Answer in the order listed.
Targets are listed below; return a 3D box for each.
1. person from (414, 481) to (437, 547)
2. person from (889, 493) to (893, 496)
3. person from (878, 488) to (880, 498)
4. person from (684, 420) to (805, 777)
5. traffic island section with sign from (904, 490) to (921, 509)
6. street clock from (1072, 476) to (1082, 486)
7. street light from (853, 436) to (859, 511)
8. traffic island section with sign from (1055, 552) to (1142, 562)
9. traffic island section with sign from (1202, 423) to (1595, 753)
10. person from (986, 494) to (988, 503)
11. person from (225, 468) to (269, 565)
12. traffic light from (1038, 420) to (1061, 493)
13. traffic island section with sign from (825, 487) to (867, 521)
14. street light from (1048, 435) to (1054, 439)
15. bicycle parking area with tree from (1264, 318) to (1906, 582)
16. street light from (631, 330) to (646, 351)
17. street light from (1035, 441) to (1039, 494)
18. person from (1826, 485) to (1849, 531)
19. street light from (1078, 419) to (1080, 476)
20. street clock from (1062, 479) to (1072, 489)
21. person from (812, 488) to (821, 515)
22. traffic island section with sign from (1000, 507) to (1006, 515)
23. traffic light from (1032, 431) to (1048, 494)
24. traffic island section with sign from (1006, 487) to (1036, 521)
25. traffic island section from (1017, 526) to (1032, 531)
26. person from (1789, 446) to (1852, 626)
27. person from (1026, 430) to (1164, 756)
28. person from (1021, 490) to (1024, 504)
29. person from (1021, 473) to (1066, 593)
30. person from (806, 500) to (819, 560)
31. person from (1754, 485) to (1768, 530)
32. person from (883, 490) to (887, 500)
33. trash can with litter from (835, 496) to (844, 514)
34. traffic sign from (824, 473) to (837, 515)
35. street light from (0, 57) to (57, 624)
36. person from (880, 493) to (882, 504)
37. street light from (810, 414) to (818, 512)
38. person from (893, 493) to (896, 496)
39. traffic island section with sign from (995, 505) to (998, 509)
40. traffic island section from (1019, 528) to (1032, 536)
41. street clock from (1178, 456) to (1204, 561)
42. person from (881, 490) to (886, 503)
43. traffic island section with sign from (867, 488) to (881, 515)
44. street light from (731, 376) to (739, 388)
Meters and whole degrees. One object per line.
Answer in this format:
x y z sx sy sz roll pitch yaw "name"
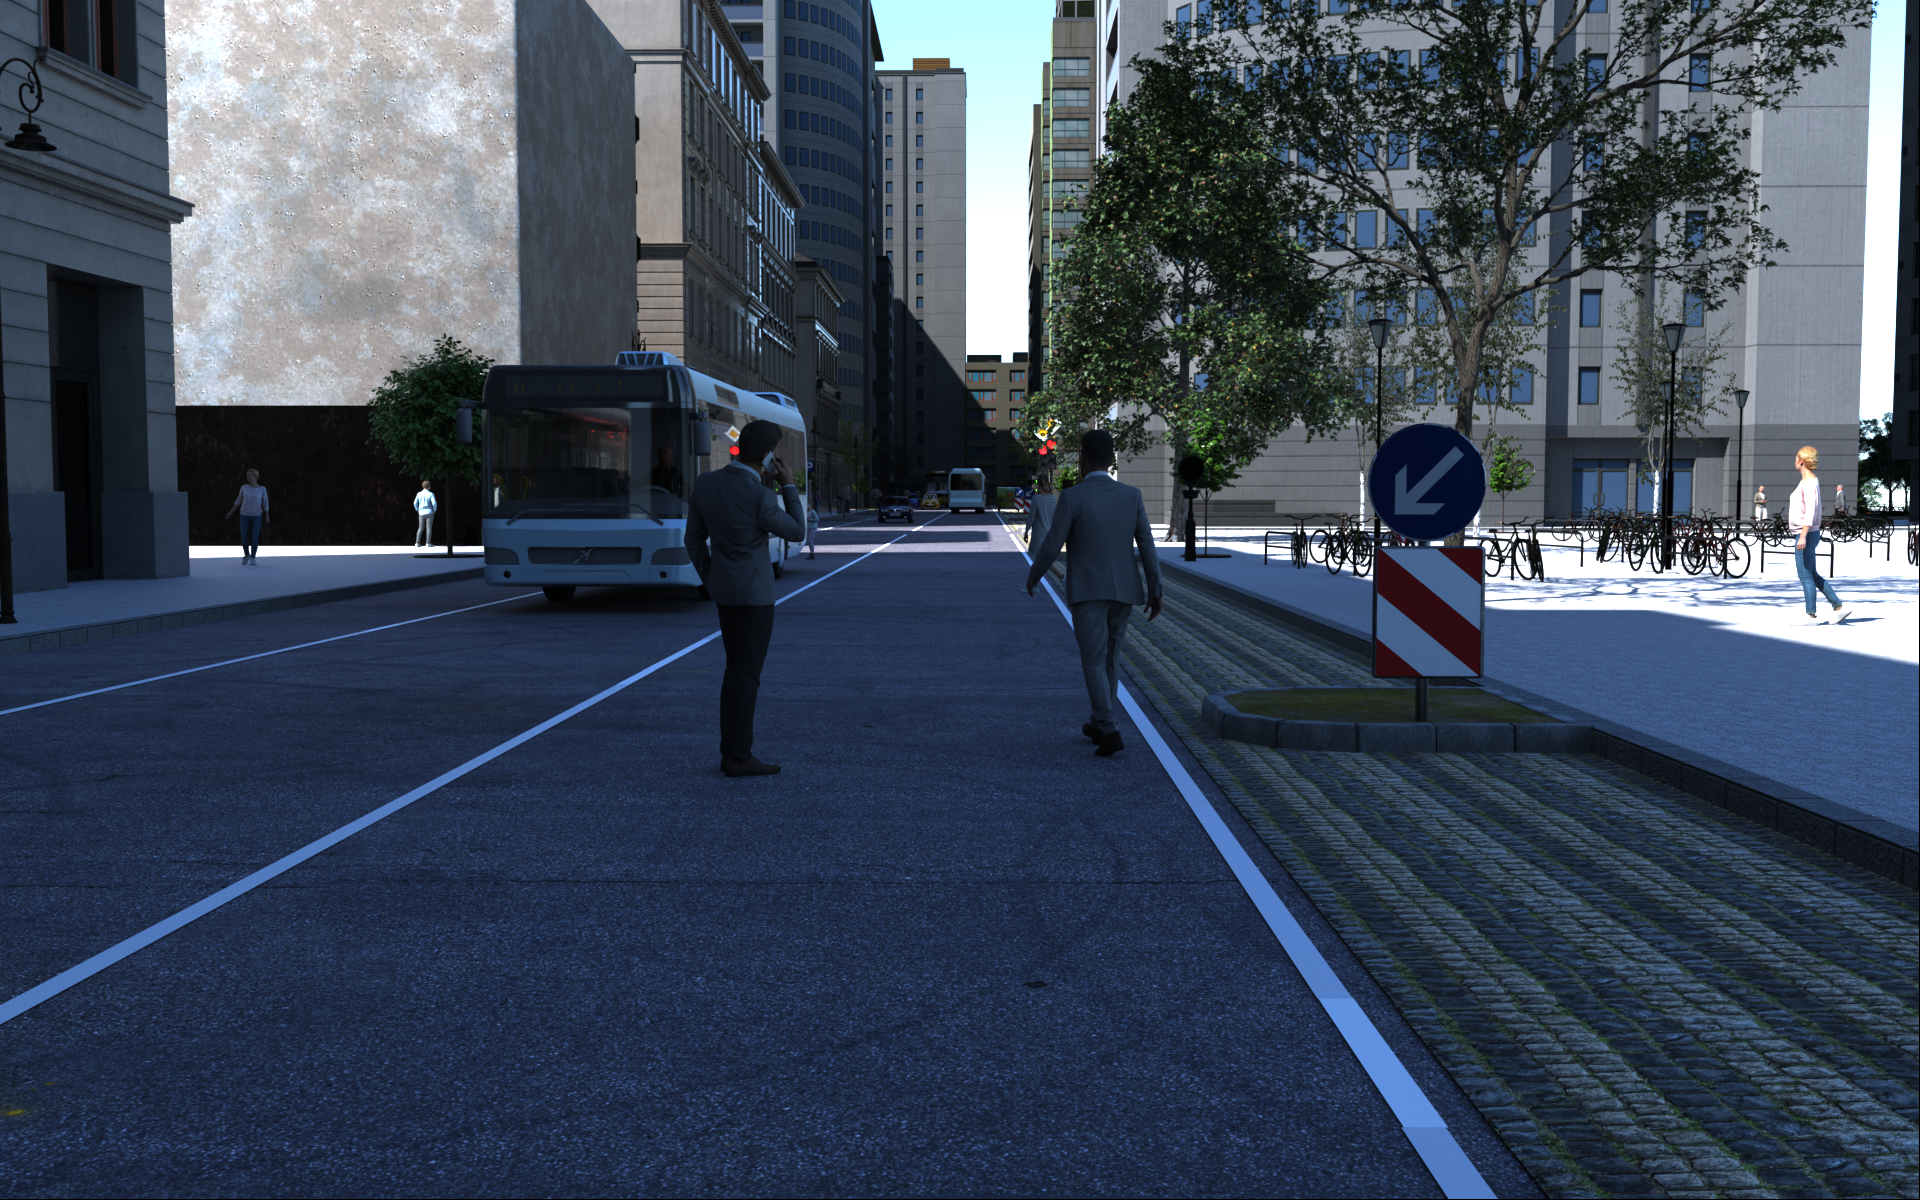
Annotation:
-12.907 -2.082 41.894 0.589 1.601 0.330 1 4 15 "person"
-7.355 -10.647 183.353 0.421 1.427 0.697 1 4 14 "person"
-7.851 -9.816 166.549 0.705 1.821 1.348 -1 4 -17 "person"
-1.096 -0.011 8.861 0.473 1.802 0.592 -3 4 -38 "person"
-5.117 -9.844 169.577 1.989 1.847 2.006 0 4 1 "traffic island section with sign"
4.878 -4.063 70.999 0.358 2.002 0.471 0 4 8 "street clock"
-7.910 -9.737 131.981 0.468 5.910 1.993 0 4 1 "street light"
2.864 -1.761 37.422 1.989 1.847 2.006 0 4 1 "traffic island section with sign"
2.517 -0.113 10.470 1.989 1.847 2.006 0 4 1 "traffic island section with sign"
3.286 -12.492 215.971 0.421 1.427 0.697 0 4 -7 "person"
-12.891 -1.505 31.326 0.731 1.740 0.598 -1 4 -23 "person"
3.116 -4.323 59.597 0.839 4.253 0.868 0 4 1 "traffic light"
-6.136 -5.125 92.428 1.989 1.847 2.006 0 4 1 "traffic island section with sign"
5.830 -8.401 110.147 0.468 5.910 1.993 0 4 1 "street light"
9.462 -2.570 29.022 8.231 4.147 9.016 0 4 5 "bicycle parking area with tree"
-9.021 -4.650 48.815 0.468 5.910 1.993 0 4 1 "street light"
6.351 -10.346 141.944 0.468 5.910 1.993 0 4 1 "street light"
32.636 -3.392 64.359 0.834 1.777 0.661 1 4 20 "person"
5.387 -6.456 78.349 0.468 5.910 1.993 0 4 1 "street light"
5.127 -4.780 82.726 0.471 2.002 0.358 -2 4 -28 "street clock"
-8.935 -6.176 107.863 0.563 1.720 0.643 1 4 14 "person"
3.970 -6.856 120.725 1.989 1.847 2.006 0 4 1 "traffic island section with sign"
3.221 -4.811 67.581 0.839 4.253 0.868 0 4 1 "traffic light"
3.594 -5.142 92.701 1.989 1.847 2.006 0 4 1 "traffic island section with sign"
3.261 -2.778 67.694 2.009 0.180 2.903 0 4 1 "traffic island section"
8.377 -0.621 16.869 0.598 1.740 0.731 1 4 16 "person"
0.775 -0.056 9.686 0.678 1.792 0.850 -1 4 -18 "person"
7.159 -11.655 197.263 0.551 1.740 0.621 1 4 11 "person"
1.242 -0.964 25.016 0.760 1.731 0.466 1 4 19 "person"
-3.278 -1.541 37.973 0.425 1.301 0.394 2 4 35 "person"
30.043 -3.416 64.908 0.519 1.759 0.362 0 4 -5 "person"
-8.124 -11.137 188.659 0.750 1.759 0.617 1 4 20 "person"
-7.827 -6.204 112.823 0.624 1.170 1.055 0 4 -3 "trash can with litter"
-7.945 -6.491 106.238 0.768 2.556 0.104 0 4 7 "traffic sign"
-9.457 -2.705 17.016 0.468 5.910 1.993 0 4 1 "street light"
-8.110 -10.278 175.020 0.436 1.711 0.756 2 4 27 "person"
-8.384 -7.787 100.111 0.468 5.910 1.993 0 4 1 "street light"
-7.525 -11.518 197.582 0.991 1.433 0.599 1 4 9 "person"
4.608 -9.836 169.440 1.989 1.847 2.006 0 4 1 "traffic island section with sign"
3.156 -2.289 59.710 2.009 0.180 2.903 0 4 1 "traffic island section"
4.403 -1.742 33.054 0.471 2.002 0.358 0 4 -4 "street clock"
-9.057 -11.931 201.214 1.348 1.812 0.705 -2 4 -33 "person"
-5.765 -6.799 119.798 1.989 1.847 2.006 0 4 1 "traffic island section with sign"
-8.798 -5.821 67.967 0.468 5.910 1.993 0 4 1 "street light"
